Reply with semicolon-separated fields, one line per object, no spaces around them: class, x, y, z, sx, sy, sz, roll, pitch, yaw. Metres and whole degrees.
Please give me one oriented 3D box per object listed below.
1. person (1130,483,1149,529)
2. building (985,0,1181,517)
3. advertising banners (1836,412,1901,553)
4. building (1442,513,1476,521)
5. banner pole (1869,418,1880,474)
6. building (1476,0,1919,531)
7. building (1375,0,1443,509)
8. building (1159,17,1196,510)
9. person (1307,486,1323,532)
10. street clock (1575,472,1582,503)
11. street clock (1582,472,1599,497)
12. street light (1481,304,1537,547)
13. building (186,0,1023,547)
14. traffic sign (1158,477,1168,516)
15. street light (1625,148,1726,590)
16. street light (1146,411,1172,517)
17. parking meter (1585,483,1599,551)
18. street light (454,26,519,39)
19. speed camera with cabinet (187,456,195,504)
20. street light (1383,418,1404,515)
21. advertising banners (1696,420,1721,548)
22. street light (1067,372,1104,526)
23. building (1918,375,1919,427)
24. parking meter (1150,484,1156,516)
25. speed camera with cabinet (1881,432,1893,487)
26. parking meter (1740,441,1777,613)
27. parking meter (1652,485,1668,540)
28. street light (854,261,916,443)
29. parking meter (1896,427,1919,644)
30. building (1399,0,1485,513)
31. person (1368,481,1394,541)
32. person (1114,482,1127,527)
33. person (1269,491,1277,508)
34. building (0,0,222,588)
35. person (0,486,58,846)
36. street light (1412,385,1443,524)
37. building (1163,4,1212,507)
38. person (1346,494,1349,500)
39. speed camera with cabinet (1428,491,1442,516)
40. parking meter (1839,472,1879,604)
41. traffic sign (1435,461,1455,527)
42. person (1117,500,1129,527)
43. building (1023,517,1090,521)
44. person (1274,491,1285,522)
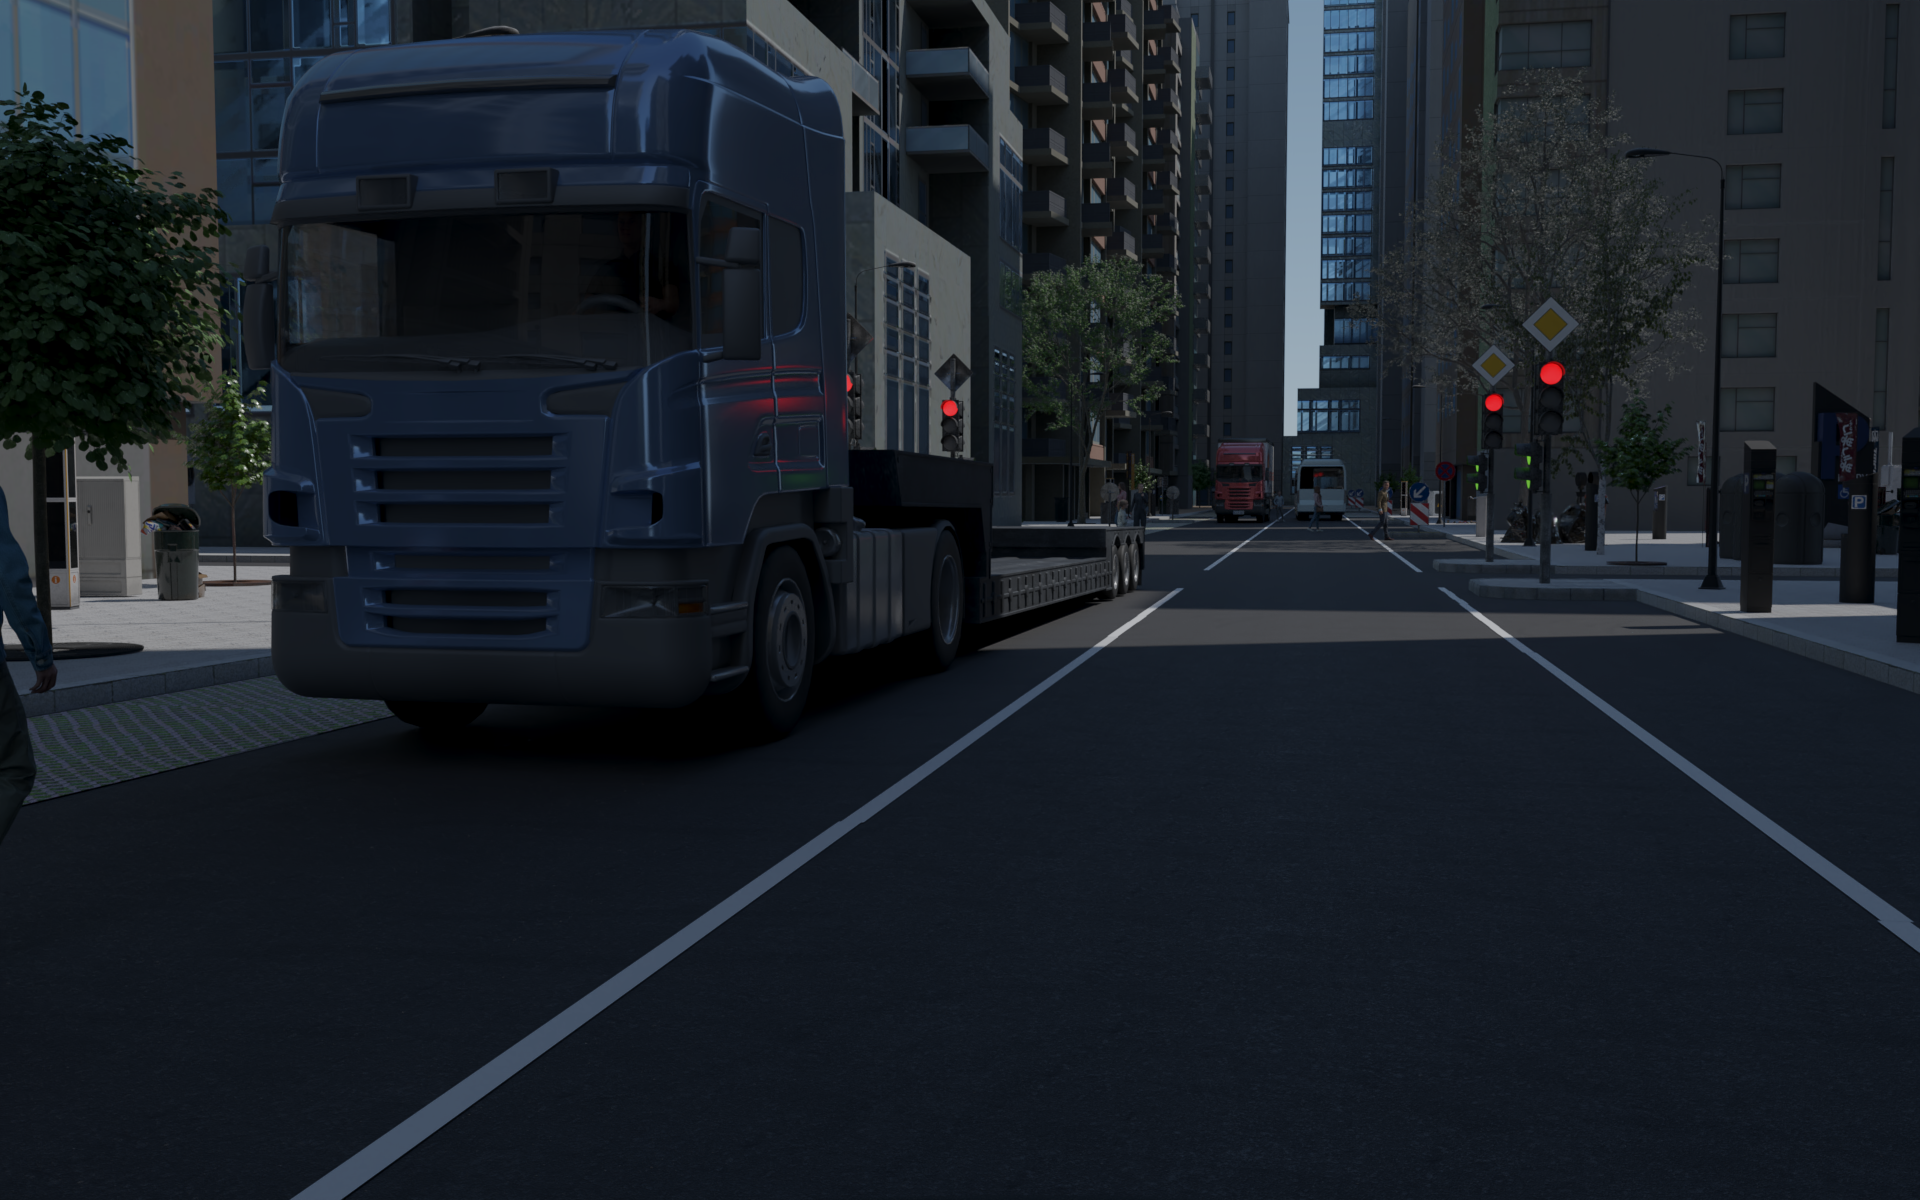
person;5.701;-2.818;54.988;0.576;1.772;0.534;0;4;-3
building;4.185;-28.791;125.352;22.147;44.769;28.867;1;4;12
advertising banners;19.732;-2.513;37.268;2.074;3.025;0.090;-1;4;-9
building;31.806;-26.714;86.879;14.600;45.320;14.200;1;4;12
banner pole;29.873;-4.084;56.786;0.401;3.779;0.863;0;4;-2
building;26.996;-23.354;65.426;14.154;41.232;14.086;1;4;12
building;50.144;-37.952;162.508;21.231;58.520;28.212;1;4;12
building;12.167;-28.264;145.713;14.154;41.232;14.086;1;4;12
person;13.575;-3.489;66.130;0.643;1.750;0.593;0;4;3
street clock;20.642;-3.244;57.603;0.358;2.002;0.471;0;4;-2
street clock;20.461;-3.143;55.965;0.358;2.002;0.471;0;4;-3
street light;13.438;-4.273;42.406;1.470;5.913;1.316;1;4;12
building;-9.654;-45.217;51.966;22.319;86.520;31.000;1;4;12
traffic sign;12.073;-6.187;103.286;0.606;2.300;0.079;1;4;16
street light;9.626;-3.106;23.324;1.470;5.913;1.316;1;4;12
street light;11.214;-7.647;97.569;1.470;5.913;1.316;1;4;12
parking meter;14.339;-1.881;39.164;0.372;1.533;0.369;0;3;0
street light;-5.059;-2.748;17.465;1.470;5.913;1.316;1;4;12
speed camera with cabinet;-17.723;-2.704;38.551;0.660;3.252;2.038;0;4;-1
street light;26.457;-8.142;105.667;1.470;5.913;1.316;1;4;12
advertising banners;18.158;-2.789;41.784;2.074;3.025;0.090;-3;5;-44
street light;4.780;-5.724;66.121;1.470;5.913;1.316;1;4;12
building;97.057;-30.714;156.796;28.867;44.769;22.147;1;4;12
parking meter;11.175;-5.811;100.718;0.399;1.863;0.255;-3;5;-43
speed camera with cabinet;29.941;-3.694;54.728;0.660;3.252;2.038;0;4;-3
parking meter;8.661;-0.800;18.794;0.255;1.863;0.399;1;4;11
parking meter;19.808;-2.484;49.020;0.372;1.533;0.369;0;3;0
street light;-1.564;-3.809;34.824;1.470;5.913;1.316;1;4;12
parking meter;8.288;-0.564;14.939;0.255;1.863;0.399;3;5;44
building;43.971;-30.102;142.280;14.600;45.320;14.200;1;4;12
person;12.992;-2.746;53.303;0.836;1.842;0.656;0;4;-2
person;5.292;-2.976;57.165;0.388;1.821;0.555;-2;4;-24
person;31.345;-10.004;172.854;0.721;1.735;1.217;-3;4;-36
building;-19.883;-22.658;20.571;14.200;45.320;14.600;1;4;12
person;-3.099;0.219;5.258;0.601;1.785;0.444;1;4;13
street light;19.968;-6.202;73.942;1.470;5.913;1.316;1;4;12
building;9.432;-33.860;173.213;30.456;49.044;23.786;1;4;12
person;33.409;-8.707;150.861;1.348;1.823;0.705;-2;4;-34
speed camera with cabinet;28.414;-6.542;101.303;2.038;3.252;0.660;-1;4;-17
parking meter;10.597;-0.735;20.424;0.372;1.533;0.369;0;3;0
traffic sign;18.807;-4.104;67.204;0.768;2.556;0.104;1;4;13
person;3.808;-1.681;40.268;0.394;1.301;0.425;-2;4;-24
building;-2.058;-26.913;94.656;22.147;44.769;28.867;1;4;12
person;16.534;-4.855;89.693;0.589;1.601;0.330;0;4;2
